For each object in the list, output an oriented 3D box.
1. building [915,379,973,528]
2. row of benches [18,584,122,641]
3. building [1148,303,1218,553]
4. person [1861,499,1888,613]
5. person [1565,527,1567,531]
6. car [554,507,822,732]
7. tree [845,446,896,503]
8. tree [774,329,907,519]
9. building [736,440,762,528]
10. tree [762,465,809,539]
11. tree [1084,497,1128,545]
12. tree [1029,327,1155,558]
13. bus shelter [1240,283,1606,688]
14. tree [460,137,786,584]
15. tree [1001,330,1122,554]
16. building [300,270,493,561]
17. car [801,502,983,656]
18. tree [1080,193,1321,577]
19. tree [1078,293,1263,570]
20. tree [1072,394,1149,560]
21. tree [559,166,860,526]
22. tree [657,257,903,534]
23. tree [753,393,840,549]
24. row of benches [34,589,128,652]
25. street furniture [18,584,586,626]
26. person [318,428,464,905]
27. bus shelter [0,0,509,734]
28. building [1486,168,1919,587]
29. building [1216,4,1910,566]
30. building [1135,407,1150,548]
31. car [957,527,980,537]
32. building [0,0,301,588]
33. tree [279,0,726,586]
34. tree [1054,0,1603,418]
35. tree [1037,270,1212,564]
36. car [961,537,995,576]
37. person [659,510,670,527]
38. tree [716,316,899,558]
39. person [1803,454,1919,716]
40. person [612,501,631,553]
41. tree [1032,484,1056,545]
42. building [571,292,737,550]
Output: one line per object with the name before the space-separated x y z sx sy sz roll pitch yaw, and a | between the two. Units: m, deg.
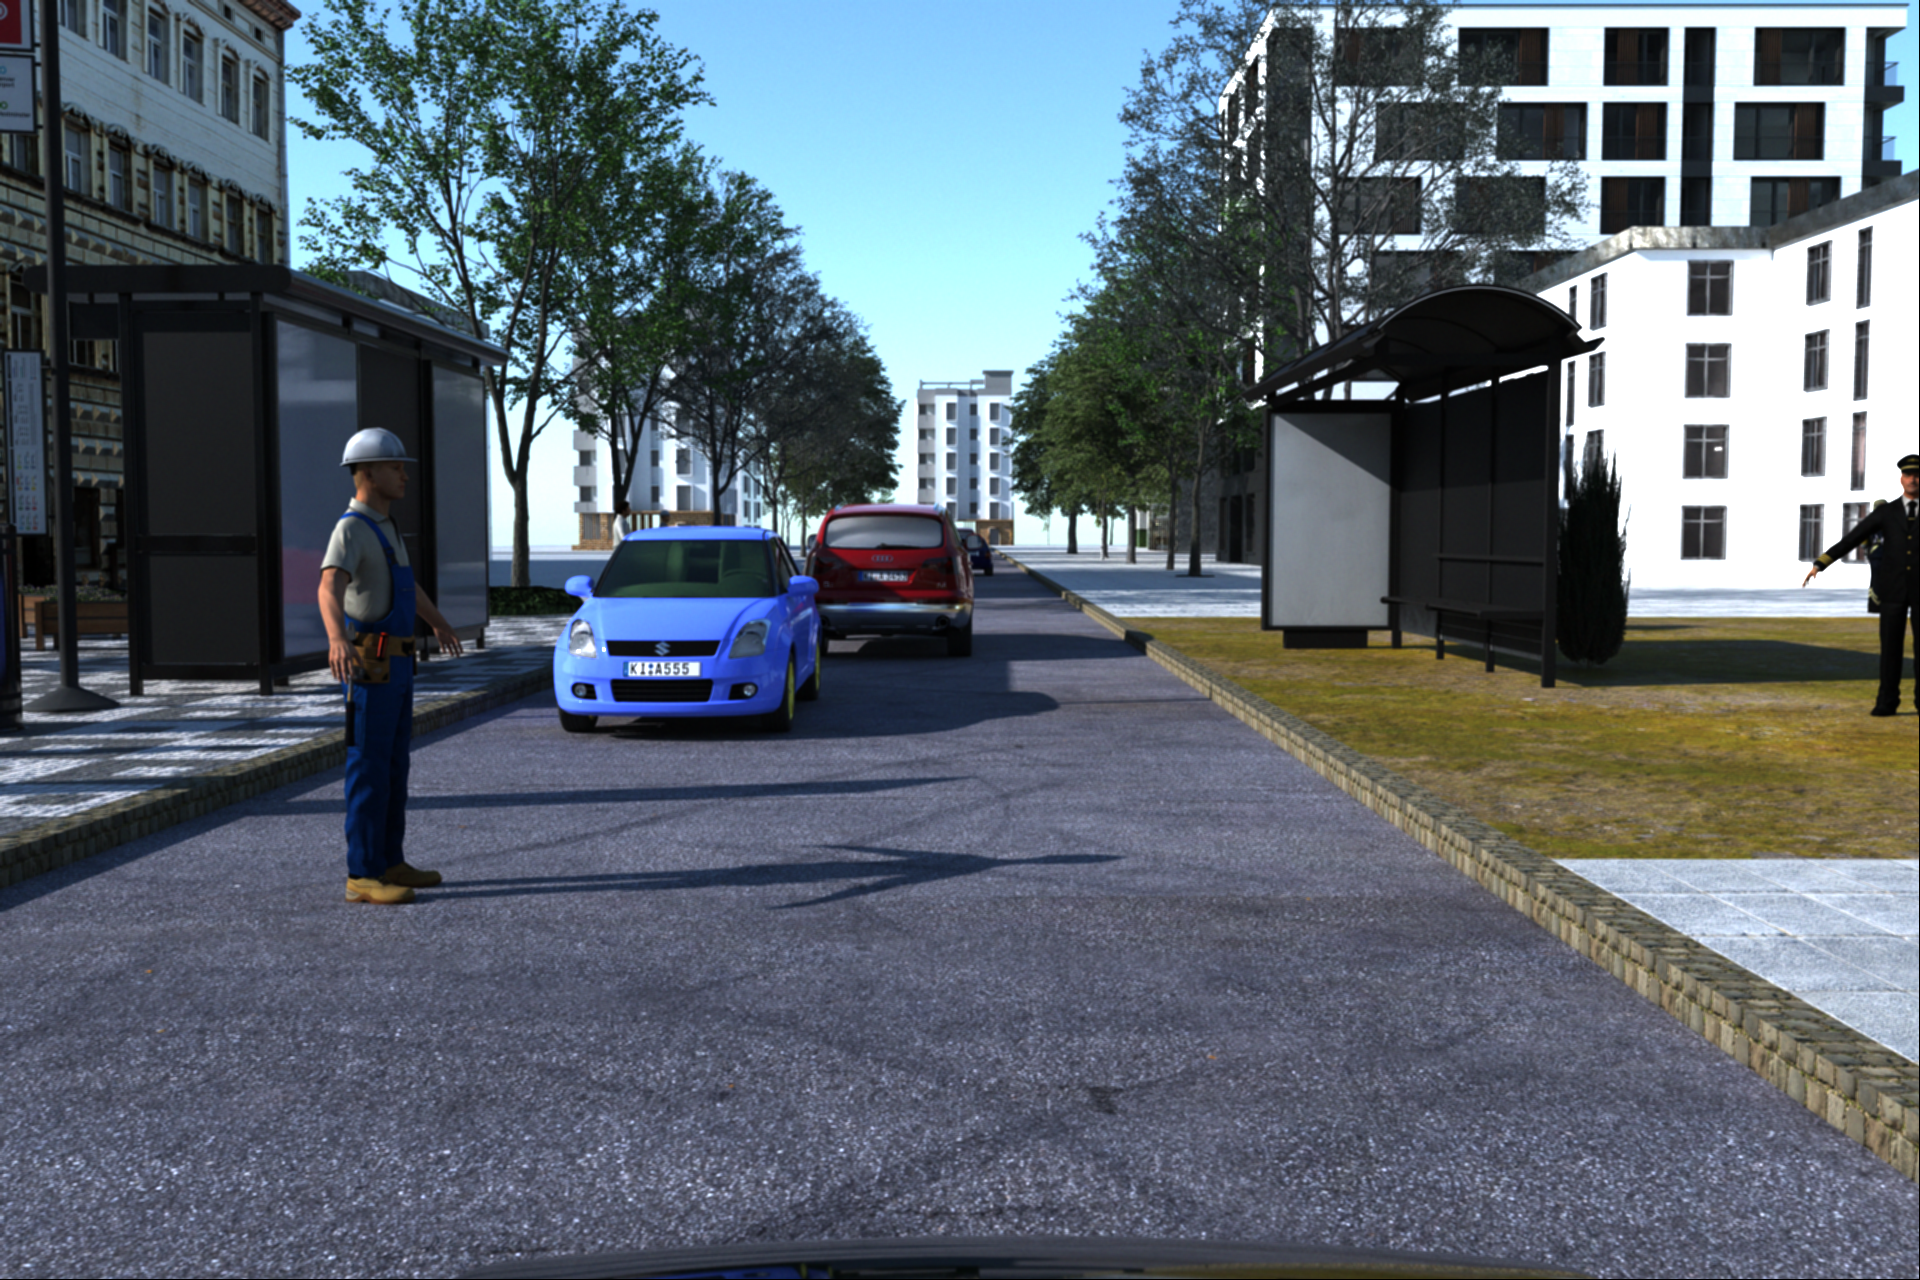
building | -4.929 -21.131 204.371 11.380 20.090 16.016 0 4 4
row of benches | -12.125 -0.389 21.828 4.104 0.672 1.422 2 4 27
building | 24.285 -18.214 128.723 19.493 23.208 18.063 0 4 0
person | 14.930 -1.364 28.083 0.705 1.856 1.354 1 4 13
person | 12.995 -1.864 36.602 1.348 1.813 0.705 -1 4 -9
car | -2.049 -0.250 13.675 1.945 1.707 3.694 0 4 0
tree | -11.126 -16.958 203.014 9.928 11.665 9.643 0 3 0
tree | -7.859 -12.411 109.578 9.857 13.997 8.962 0 3 0
building | -23.537 -13.784 167.511 9.099 9.664 28.070 0 4 1
tree | -20.496 -16.381 202.240 7.601 10.594 8.767 0 4 -6
tree | 18.057 -16.418 202.839 7.601 10.594 8.767 0 4 0
tree | 7.380 -10.677 92.696 7.486 12.596 7.792 0 3 0
bus shelter | 4.179 -1.399 16.793 2.014 3.302 5.546 0 4 0
tree | -8.551 -7.234 44.034 9.928 11.665 9.643 0 3 0
tree | 7.238 -12.440 110.045 9.857 13.997 8.962 0 3 0
building | -23.332 -7.781 69.371 9.099 9.664 28.070 0 4 1
car | -0.847 -0.806 21.844 2.281 1.827 5.304 0 4 0
tree | 7.176 -7.693 51.528 9.928 11.665 9.643 0 3 0
tree | 7.831 -7.772 61.477 7.601 10.594 8.767 -1 4 -13
tree | 7.211 -8.228 84.895 4.737 8.622 4.395 0 3 0
tree | -7.988 -8.993 57.404 12.009 13.543 11.850 0 3 0
tree | -8.127 -10.081 75.195 12.009 13.543 11.850 0 3 0
tree | -8.824 -8.328 86.521 4.360 8.622 3.978 0 3 0
row of benches | -11.103 -0.216 18.987 4.104 0.672 1.422 -1 4 -10
street furniture | -11.017 -0.653 26.304 10.072 0.657 5.734 0 4 0
person | -2.272 0.090 6.848 0.705 1.847 1.347 0 4 0
bus shelter | -6.220 -2.286 15.010 2.179 5.291 8.768 0 4 1
building | 22.866 -6.443 47.496 9.099 9.664 28.070 0 4 1
building | 26.027 -14.650 83.502 27.936 21.610 32.646 0 4 0
building | 25.494 -17.820 157.814 16.747 18.905 31.486 0 3 0
car | 0.042 -5.630 100.718 2.281 1.827 5.304 0 4 -1
building | -28.831 -12.876 41.448 19.493 23.208 18.063 0 3 0
tree | -8.146 -6.467 31.496 9.928 11.665 9.643 0 3 0
tree | 7.023 -7.512 33.195 12.009 13.543 11.850 0 3 0
tree | 7.207 -9.588 74.889 7.486 12.596 7.792 0 3 0
car | 0.267 -2.929 60.473 1.945 1.354 3.894 0 4 -1
person | -6.896 -2.128 40.651 0.705 1.847 1.347 -1 4 -10
tree | -8.440 -11.258 94.442 12.009 13.543 11.850 0 3 0
person | 6.665 -0.380 12.151 1.347 1.837 0.705 2 4 33
person | -5.296 -1.296 27.378 0.705 1.806 1.347 -1 4 -17
tree | 10.299 -15.110 197.406 4.360 8.622 3.978 0 3 0
building | -24.400 -17.136 136.589 16.016 20.090 11.380 0 4 1
